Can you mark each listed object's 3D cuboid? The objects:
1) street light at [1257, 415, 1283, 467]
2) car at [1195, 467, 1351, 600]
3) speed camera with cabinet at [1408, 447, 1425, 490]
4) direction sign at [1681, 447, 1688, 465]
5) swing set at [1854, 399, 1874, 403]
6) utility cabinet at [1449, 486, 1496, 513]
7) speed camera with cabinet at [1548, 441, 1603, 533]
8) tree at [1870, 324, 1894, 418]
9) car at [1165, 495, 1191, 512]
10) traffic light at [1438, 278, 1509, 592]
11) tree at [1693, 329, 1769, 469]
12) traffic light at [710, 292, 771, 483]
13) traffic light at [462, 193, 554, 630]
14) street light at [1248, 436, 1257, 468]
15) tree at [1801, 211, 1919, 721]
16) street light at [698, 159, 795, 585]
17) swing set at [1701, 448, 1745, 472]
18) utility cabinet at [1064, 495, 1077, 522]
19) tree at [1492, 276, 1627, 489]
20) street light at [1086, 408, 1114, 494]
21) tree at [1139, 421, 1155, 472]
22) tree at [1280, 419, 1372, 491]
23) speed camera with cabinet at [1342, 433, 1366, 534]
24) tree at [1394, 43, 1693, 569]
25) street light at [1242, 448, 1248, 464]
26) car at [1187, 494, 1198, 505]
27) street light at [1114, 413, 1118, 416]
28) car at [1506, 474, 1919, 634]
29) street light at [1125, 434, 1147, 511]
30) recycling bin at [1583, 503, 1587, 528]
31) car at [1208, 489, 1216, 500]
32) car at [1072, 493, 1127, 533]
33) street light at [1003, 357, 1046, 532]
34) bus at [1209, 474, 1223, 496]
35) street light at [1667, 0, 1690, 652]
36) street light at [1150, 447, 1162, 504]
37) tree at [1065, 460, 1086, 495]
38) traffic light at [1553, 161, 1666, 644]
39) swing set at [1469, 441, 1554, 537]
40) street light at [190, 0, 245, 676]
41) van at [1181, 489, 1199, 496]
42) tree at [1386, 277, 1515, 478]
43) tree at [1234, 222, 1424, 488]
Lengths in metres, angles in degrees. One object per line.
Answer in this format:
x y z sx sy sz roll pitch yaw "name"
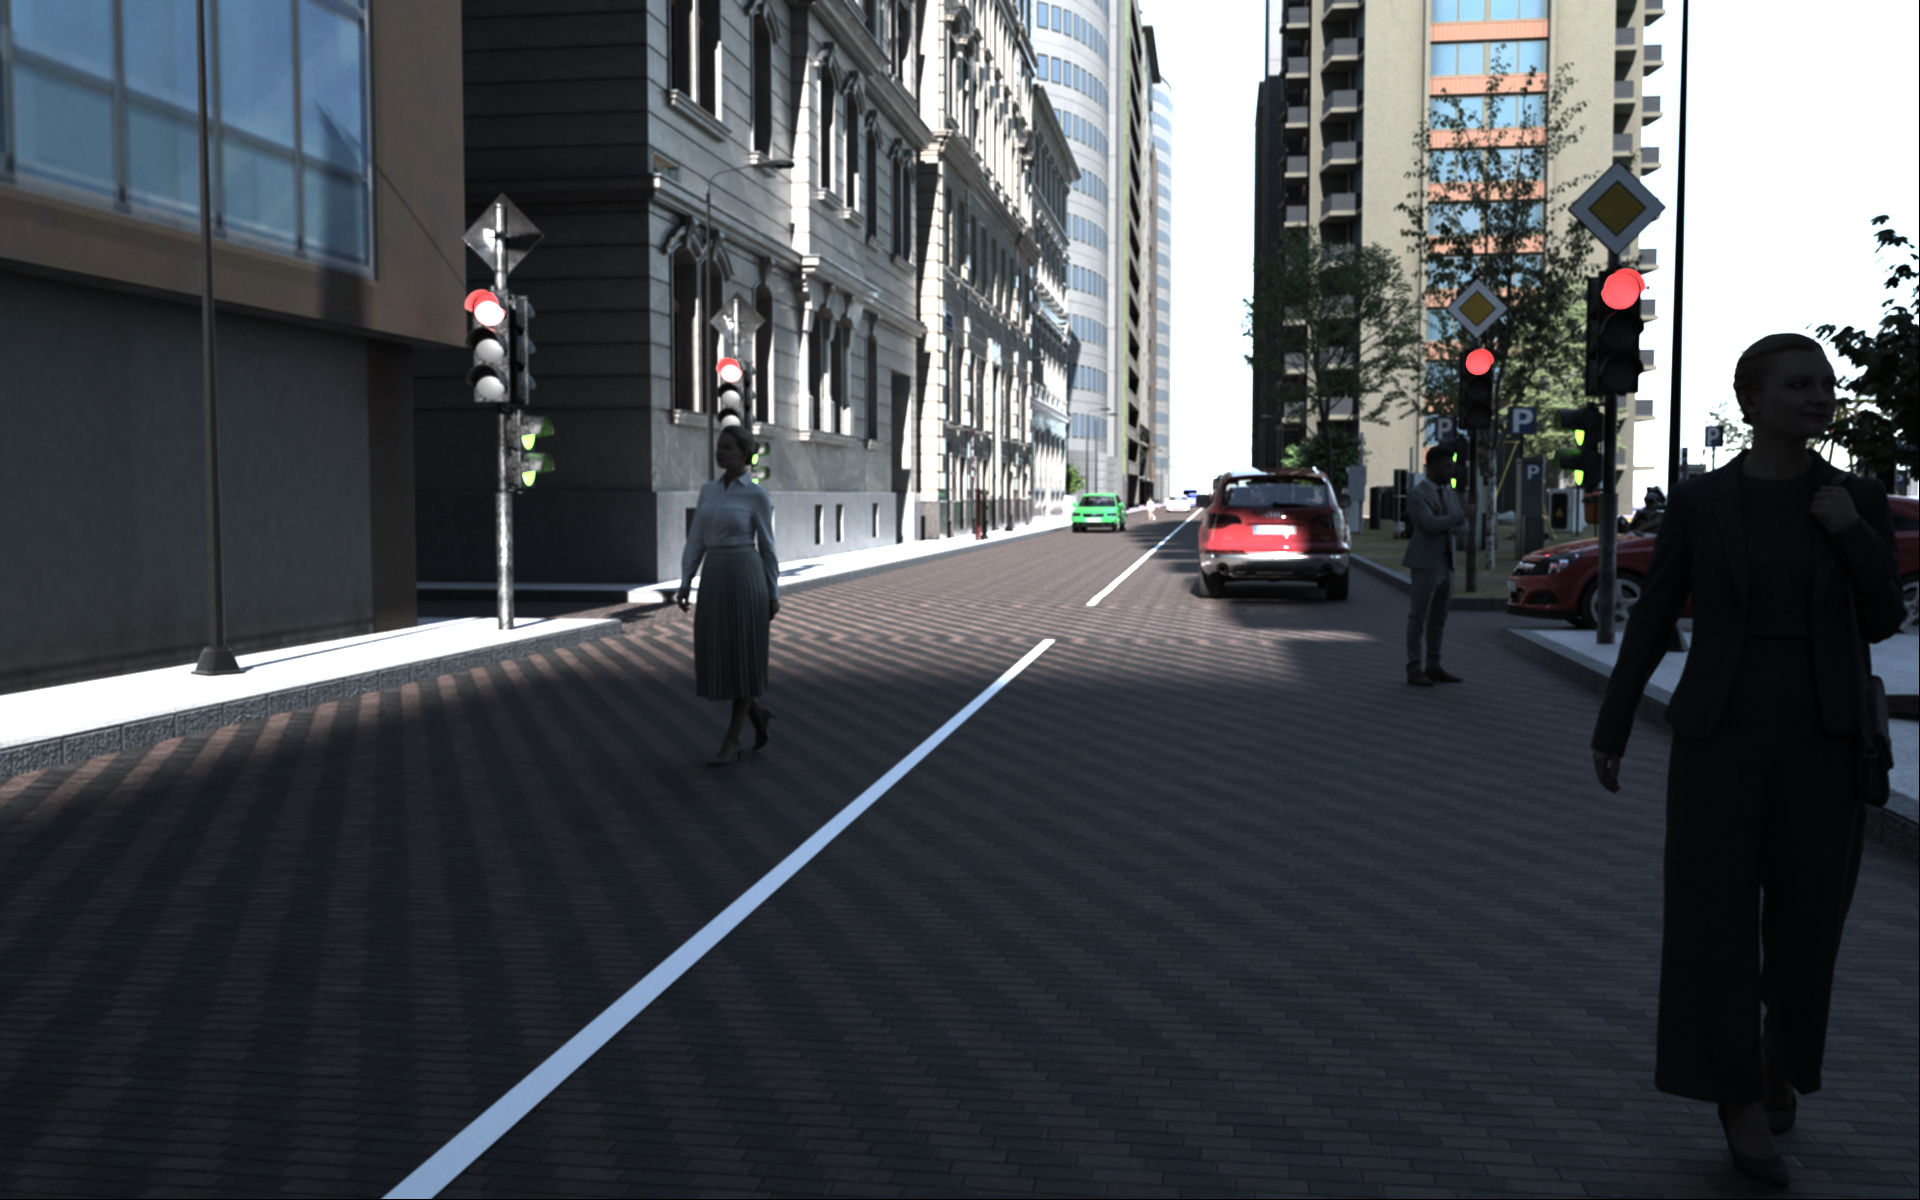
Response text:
18.460 -7.934 102.258 1.470 5.913 1.316 1 4 8 "street light"
4.547 -1.010 25.188 2.281 1.827 5.304 1 4 10 "car"
19.541 -4.801 72.830 0.660 3.252 2.038 -1 4 -21 "speed camera with cabinet"
34.746 -5.607 83.673 0.379 3.537 0.876 -2 4 -32 "direction sign"
16.057 -1.882 28.383 3.119 2.851 2.862 1 4 10 "swing set"
13.730 -2.307 46.398 1.173 1.500 0.318 2 4 28 "utility cabinet"
20.428 -3.839 57.108 0.660 3.252 2.038 -2 4 -32 "speed camera with cabinet"
38.193 -7.441 72.021 4.360 8.622 3.978 0 3 0 "tree"
17.528 -7.745 138.992 2.083 1.381 4.827 0 4 8 "car"
6.715 -2.065 22.686 0.839 4.253 0.868 1 4 8 "traffic light"
35.231 -7.802 77.926 4.360 8.622 3.978 0 3 0 "tree"
-3.090 -2.153 24.127 0.839 4.253 0.868 1 4 8 "traffic light"
-4.268 -1.670 16.229 0.839 4.253 0.868 1 4 8 "traffic light"
23.776 -10.084 137.411 1.470 5.913 1.316 1 4 8 "street light"
5.843 -0.952 10.169 1.663 3.219 1.824 0 3 0 "tree"
-2.978 -3.161 24.220 1.470 5.913 1.316 1 4 8 "street light"
26.992 -3.763 59.138 3.119 2.851 2.862 1 4 11 "swing set"
5.068 -4.192 79.699 0.306 1.237 1.020 1 4 23 "utility cabinet"
31.219 -10.567 90.894 7.486 12.596 7.792 0 3 0 "tree"
7.406 -7.400 93.536 1.470 5.913 1.316 1 4 8 "street light"
17.331 -13.640 173.374 4.360 8.622 3.978 0 3 0 "tree"
16.217 -5.613 75.491 4.285 4.588 4.351 0 3 0 "tree"
12.839 -3.805 56.545 0.660 3.252 2.038 0 4 7 "speed camera with cabinet"
9.291 -4.835 29.410 4.360 8.622 3.978 0 3 0 "tree"
30.780 -13.005 185.173 1.470 5.913 1.316 1 4 8 "street light"
27.304 -11.811 202.705 1.945 1.707 3.694 0 4 7 "car"
8.401 -7.795 99.995 1.470 5.913 1.316 1 4 8 "street light"
7.907 -0.525 17.621 4.494 1.783 2.155 1 4 10 "car"
13.582 -9.915 134.654 1.470 5.913 1.316 1 4 8 "street light"
23.055 -3.211 65.059 0.722 1.027 0.722 -2 4 -28 "recycling bin"
20.937 -7.911 138.020 2.281 1.827 5.304 0 4 7 "car"
5.309 -3.493 65.907 1.959 1.807 4.718 1 4 10 "car"
2.203 -5.281 58.880 1.470 5.913 1.316 1 4 8 "street light"
25.215 -10.423 165.272 2.948 3.499 13.247 1 4 8 "bus"
5.301 -2.545 14.148 1.470 5.913 1.316 1 4 8 "street light"
18.792 -12.074 169.947 1.470 5.913 1.316 1 4 8 "street light"
6.438 -6.331 98.107 1.663 3.219 1.824 0 3 0 "tree"
5.537 -1.582 14.788 0.839 4.253 0.868 1 4 8 "traffic light"
15.786 -3.347 52.351 2.862 2.851 3.119 -2 4 -25 "swing set"
-4.765 -2.419 12.098 1.470 5.913 1.316 1 4 8 "street light"
27.670 -12.467 208.222 2.240 2.365 5.245 0 4 7 "van"
16.653 -6.571 57.800 4.737 8.622 4.395 0 3 0 "tree"
14.218 -8.639 67.010 9.928 11.665 9.643 0 3 0 "tree"
